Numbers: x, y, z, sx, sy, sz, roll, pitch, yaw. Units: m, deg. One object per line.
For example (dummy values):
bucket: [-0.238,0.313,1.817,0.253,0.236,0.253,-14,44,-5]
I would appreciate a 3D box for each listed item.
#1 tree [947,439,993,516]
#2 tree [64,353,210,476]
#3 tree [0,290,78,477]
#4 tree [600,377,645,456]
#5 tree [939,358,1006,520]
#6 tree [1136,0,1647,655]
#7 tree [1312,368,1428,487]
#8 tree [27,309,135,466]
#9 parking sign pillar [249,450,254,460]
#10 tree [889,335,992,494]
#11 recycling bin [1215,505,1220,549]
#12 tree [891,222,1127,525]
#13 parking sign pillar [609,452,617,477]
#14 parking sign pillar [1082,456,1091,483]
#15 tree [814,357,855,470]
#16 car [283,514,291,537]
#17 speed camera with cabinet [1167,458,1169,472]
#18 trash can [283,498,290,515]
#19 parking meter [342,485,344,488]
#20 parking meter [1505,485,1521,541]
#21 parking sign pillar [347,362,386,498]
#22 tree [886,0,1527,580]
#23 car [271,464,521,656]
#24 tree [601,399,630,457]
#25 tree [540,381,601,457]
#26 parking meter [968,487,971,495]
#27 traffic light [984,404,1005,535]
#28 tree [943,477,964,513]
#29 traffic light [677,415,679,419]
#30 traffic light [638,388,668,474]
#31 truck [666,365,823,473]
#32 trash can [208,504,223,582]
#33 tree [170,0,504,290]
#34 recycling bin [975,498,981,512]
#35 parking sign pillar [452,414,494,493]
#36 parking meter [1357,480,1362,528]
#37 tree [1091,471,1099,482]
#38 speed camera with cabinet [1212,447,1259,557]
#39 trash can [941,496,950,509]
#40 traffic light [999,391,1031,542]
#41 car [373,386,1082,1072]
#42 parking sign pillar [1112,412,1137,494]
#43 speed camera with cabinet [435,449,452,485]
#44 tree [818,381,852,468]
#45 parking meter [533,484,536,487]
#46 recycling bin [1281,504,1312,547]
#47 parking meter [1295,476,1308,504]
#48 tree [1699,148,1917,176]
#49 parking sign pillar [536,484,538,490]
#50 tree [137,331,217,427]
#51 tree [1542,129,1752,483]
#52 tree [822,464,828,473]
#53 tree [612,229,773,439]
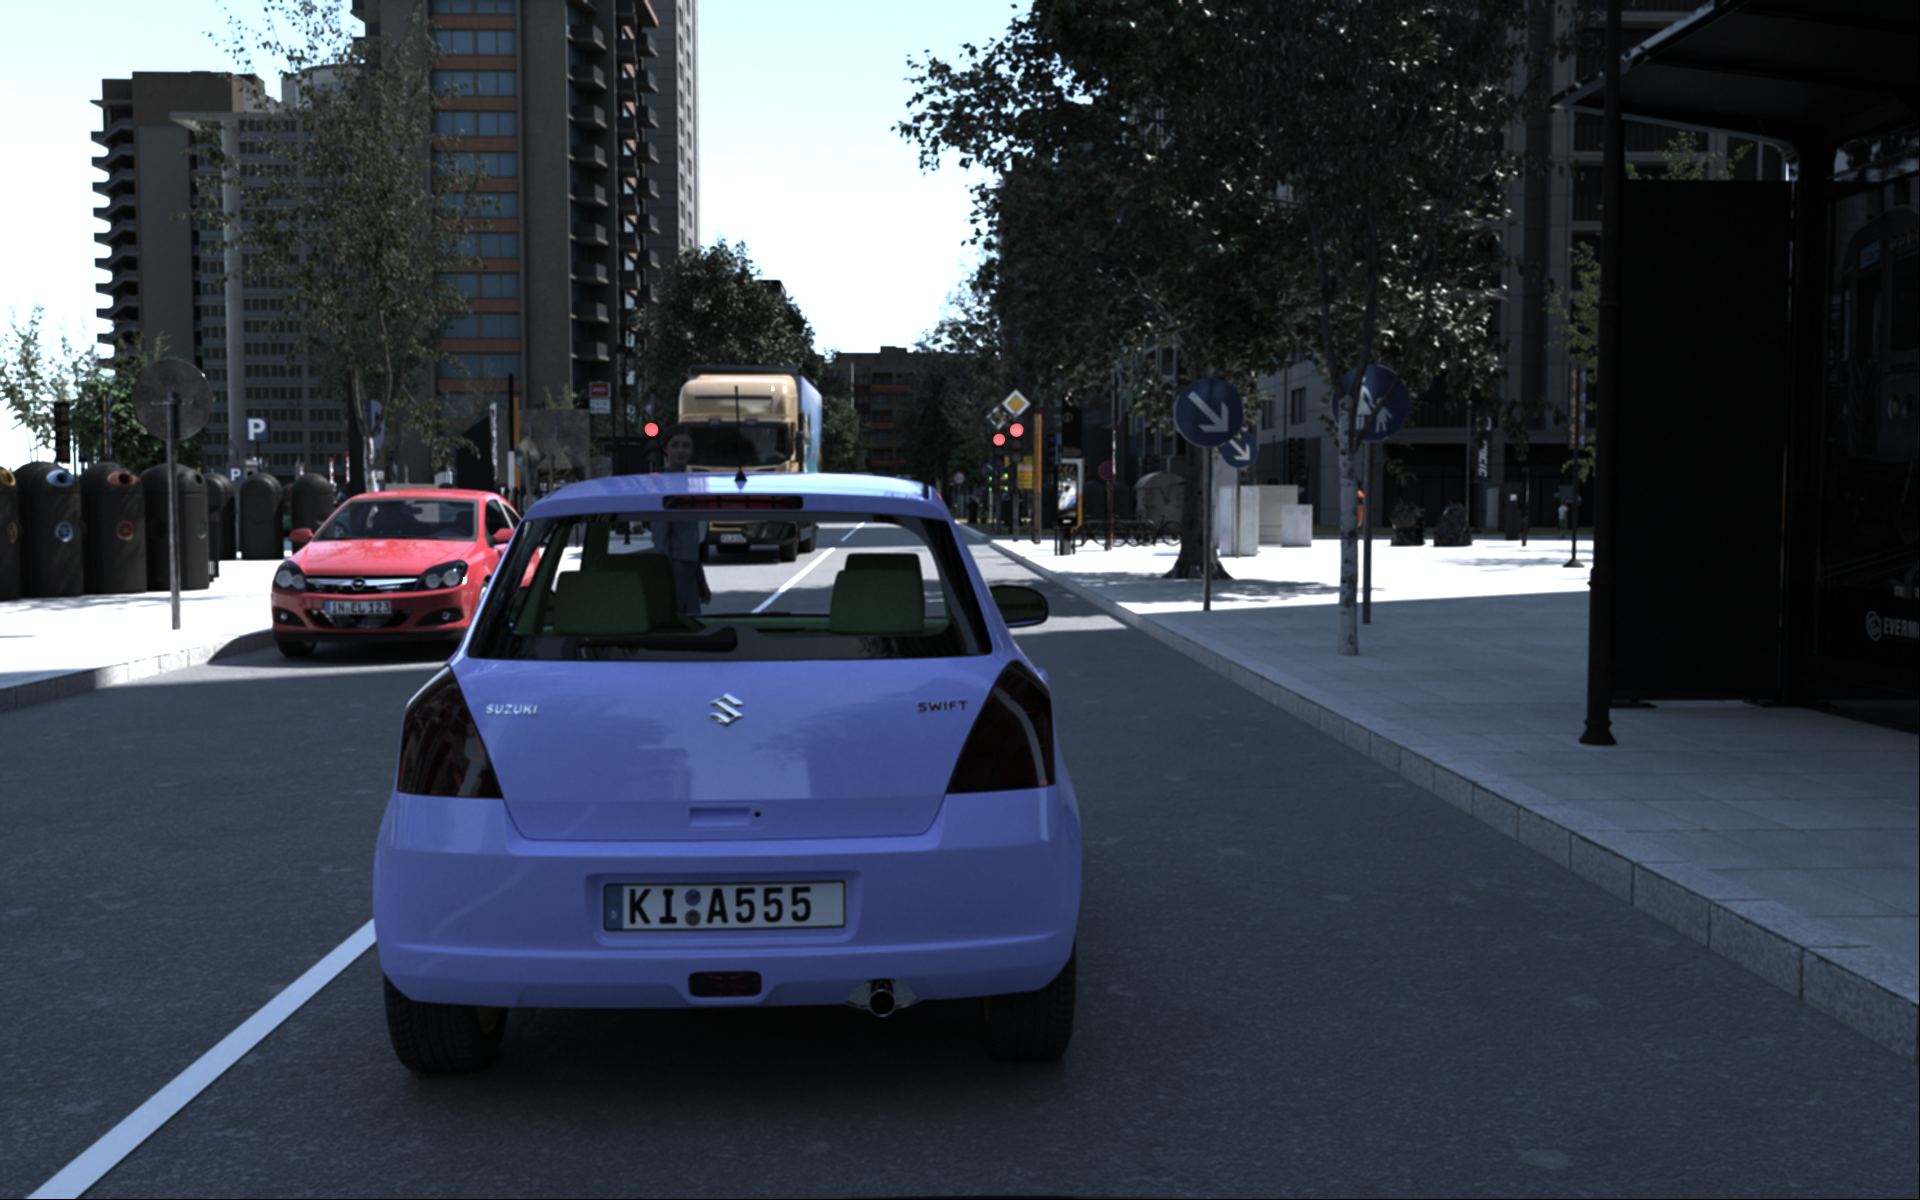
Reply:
tree: [0.703,-7.314,103.299,4.285,4.588,4.351,0,3,0]
tree: [-19.255,-3.489,40.752,4.285,4.588,4.351,0,3,0]
tree: [-33.442,-6.885,62.926,4.737,8.622,4.395,0,3,0]
tree: [-20.203,-9.540,106.338,4.360,8.622,3.978,0,3,0]
tree: [1.359,-8.346,86.824,4.360,8.622,3.978,0,3,0]
tree: [3.102,-3.852,13.343,4.360,8.622,3.978,0,3,0]
tree: [14.415,-6.752,60.756,4.737,8.622,4.395,0,3,0]
tree: [-34.452,-7.221,68.422,4.360,8.622,3.978,0,3,0]
parking sign pillar: [-42.732,-7.072,104.093,1.447,3.967,1.447,-1,4,-11]
tree: [-1.845,-21.068,200.347,12.611,20.169,13.585,0,3,0]
recycling bin: [6.256,-1.728,40.802,0.722,1.027,0.722,2,4,33]
tree: [2.380,-9.948,73.022,12.009,13.543,11.850,0,3,0]
parking sign pillar: [-20.418,-6.949,102.093,1.447,3.967,1.447,-3,5,-41]
parking sign pillar: [7.110,-6.836,100.244,1.447,3.967,1.447,2,4,28]
tree: [-11.827,-11.939,120.950,9.928,11.665,9.643,0,3,0]
car: [-21.402,-2.498,49.643,4.718,1.807,1.959,0,4,-4]
speed camera with cabinet: [11.340,-6.174,95.286,0.660,3.252,2.038,2,4,31]
trash can: [-24.695,-3.133,62.870,0.748,1.137,0.748,0,3,0]
parking meter: [-36.347,-5.919,102.480,0.399,1.863,0.255,0,4,3]
parking meter: [15.217,-2.400,47.650,0.372,1.533,0.369,0,3,0]
parking sign pillar: [-12.335,-2.910,36.044,1.447,3.967,1.447,0,4,-4]
tree: [3.693,-6.662,25.927,9.611,12.733,9.660,0,3,0]
car: [-5.200,-0.467,16.679,2.155,1.783,4.494,0,4,-4]
tree: [-25.475,-10.769,126.440,4.737,8.622,4.395,0,3,0]
tree: [-26.142,-9.942,112.918,4.737,8.622,4.395,0,3,0]
parking meter: [0.654,-6.135,106.010,0.255,1.863,0.399,0,4,-7]
traffic light: [1.192,-4.003,54.377,0.839,4.253,0.868,0,4,-2]
tree: [-0.134,-7.677,120.118,1.663,3.219,1.824,0,3,0]
traffic light: [-8.413,-3.982,54.018,0.839,4.253,0.868,0,4,-2]
traffic light: [-8.127,-3.493,46.038,0.839,4.253,0.868,0,4,-2]
truck: [-4.712,-3.126,40.026,2.839,4.237,11.283,0,4,-1]
trash can: [-11.145,-0.833,25.269,0.748,1.137,0.748,0,3,0]
tree: [-7.774,-4.409,22.452,4.360,8.622,3.978,0,3,0]
recycling bin: [1.113,-7.022,127.363,0.722,1.027,0.722,1,4,13]
parking sign pillar: [-15.993,-4.184,56.874,1.447,3.967,1.447,-3,5,-41]
parking meter: [14.761,-3.605,64.657,0.399,1.863,0.255,3,4,37]
tree: [9.208,-8.001,125.424,1.663,3.219,1.824,0,3,0]
speed camera with cabinet: [5.707,-2.568,36.323,0.660,3.252,2.038,0,4,-8]
trash can: [-1.055,-6.820,123.161,0.748,1.137,0.748,0,3,0]
traffic light: [1.477,-3.515,46.397,0.839,4.253,0.868,0,4,-2]
car: [-0.635,0.242,5.638,1.945,1.707,3.694,0,4,-4]
parking sign pillar: [5.450,-4.224,57.529,1.447,3.967,1.447,-1,4,-13]
speed camera with cabinet: [-21.271,-4.765,72.240,0.660,3.252,2.038,0,4,5]
tree: [-11.749,-12.093,132.138,7.601,10.594,8.767,-1,4,-19]
parking meter: [-19.701,-4.525,79.703,0.399,1.863,0.255,3,5,40]
recycling bin: [8.185,-1.806,42.082,0.722,1.027,0.722,1,4,11]
parking meter: [11.137,-3.107,56.511,0.399,1.863,0.255,0,4,4]
tree: [14.604,-4.795,28.763,4.360,8.622,3.978,0,3,0]
parking sign pillar: [-26.144,-7.216,106.453,1.447,3.967,1.447,-3,5,-45]
tree: [-35.617,-7.747,77.022,4.737,8.622,4.395,0,3,0]
tree: [13.823,-5.162,34.754,4.737,8.622,4.395,0,3,0]
tree: [-12.318,-9.588,140.473,4.285,4.588,4.351,0,3,0]
tree: [-10.542,-9.697,75.548,9.611,12.733,9.660,0,3,0]
